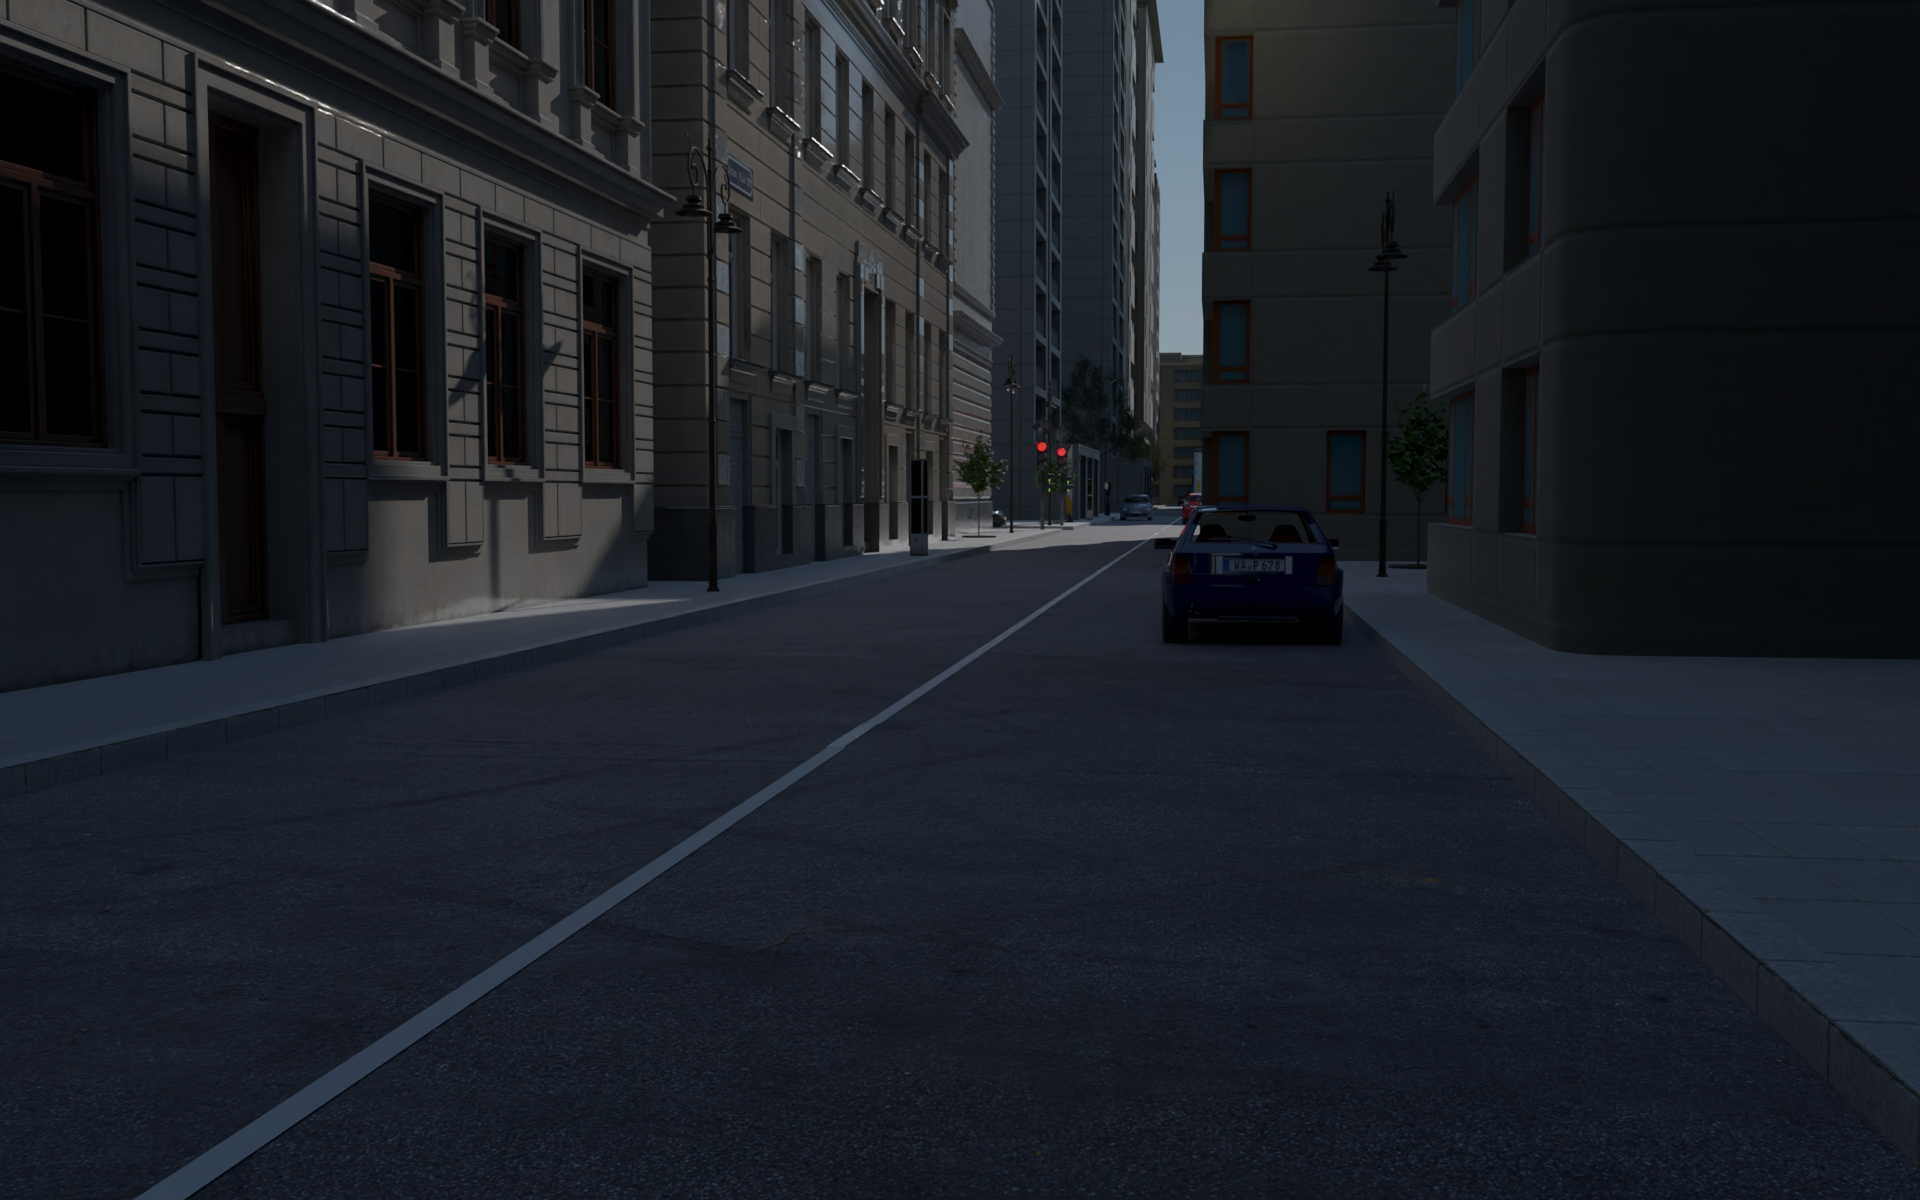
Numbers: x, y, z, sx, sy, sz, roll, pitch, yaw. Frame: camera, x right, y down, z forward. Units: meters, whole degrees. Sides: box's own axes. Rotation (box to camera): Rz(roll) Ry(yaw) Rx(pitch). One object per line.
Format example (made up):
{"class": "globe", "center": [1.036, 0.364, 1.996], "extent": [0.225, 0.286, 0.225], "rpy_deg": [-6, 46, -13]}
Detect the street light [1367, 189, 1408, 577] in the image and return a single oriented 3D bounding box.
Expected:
{"class": "street light", "center": [6.538, -3.293, 26.634], "extent": [0.468, 5.910, 1.993], "rpy_deg": [1, 4, 8]}

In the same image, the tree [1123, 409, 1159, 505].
{"class": "tree", "center": [13.743, -11.733, 142.198], "extent": [4.737, 8.622, 4.395], "rpy_deg": [0, 3, 0]}

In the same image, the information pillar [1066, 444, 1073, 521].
{"class": "information pillar", "center": [5.093, -5.471, 80.797], "extent": [0.183, 3.616, 0.504], "rpy_deg": [2, 4, 32]}

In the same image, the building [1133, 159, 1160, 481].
{"class": "building", "center": [17.573, -32.434, 213.887], "extent": [14.086, 41.232, 14.154], "rpy_deg": [1, 4, 8]}

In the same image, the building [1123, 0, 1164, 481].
{"class": "building", "center": [7.029, -36.549, 186.813], "extent": [28.713, 52.752, 27.495], "rpy_deg": [1, 4, 8]}

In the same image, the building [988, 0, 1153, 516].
{"class": "building", "center": [3.832, -42.100, 126.586], "extent": [20.563, 71.187, 20.611], "rpy_deg": [1, 4, 8]}

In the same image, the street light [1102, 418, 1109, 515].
{"class": "street light", "center": [8.808, -8.079, 104.883], "extent": [0.468, 5.910, 1.993], "rpy_deg": [1, 4, 8]}

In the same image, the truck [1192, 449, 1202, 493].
{"class": "truck", "center": [16.455, -7.553, 112.405], "extent": [2.839, 4.237, 11.283], "rpy_deg": [0, 4, 8]}

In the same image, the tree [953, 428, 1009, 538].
{"class": "tree", "center": [0.683, -3.454, 51.070], "extent": [1.663, 3.219, 1.824], "rpy_deg": [0, 3, 0]}

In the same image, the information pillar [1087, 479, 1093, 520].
{"class": "information pillar", "center": [6.329, -4.888, 84.409], "extent": [0.304, 2.012, 0.304], "rpy_deg": [0, 4, 8]}

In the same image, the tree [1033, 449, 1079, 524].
{"class": "tree", "center": [3.994, -4.842, 73.776], "extent": [1.663, 3.219, 1.824], "rpy_deg": [0, 3, 0]}

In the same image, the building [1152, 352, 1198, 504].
{"class": "building", "center": [19.759, -24.339, 242.977], "extent": [28.899, 21.520, 27.650], "rpy_deg": [1, 4, 8]}

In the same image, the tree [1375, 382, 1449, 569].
{"class": "tree", "center": [8.083, -2.160, 29.924], "extent": [1.663, 3.219, 1.824], "rpy_deg": [0, 3, 0]}

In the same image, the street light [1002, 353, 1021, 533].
{"class": "street light", "center": [1.698, -5.144, 56.892], "extent": [0.468, 5.910, 1.993], "rpy_deg": [1, 4, 8]}

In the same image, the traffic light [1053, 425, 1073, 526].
{"class": "traffic light", "center": [4.164, -4.982, 70.383], "extent": [0.839, 4.253, 0.868], "rpy_deg": [1, 4, 8]}

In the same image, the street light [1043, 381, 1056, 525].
{"class": "street light", "center": [3.669, -5.989, 70.703], "extent": [0.468, 5.910, 1.993], "rpy_deg": [1, 4, 8]}

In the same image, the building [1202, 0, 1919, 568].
{"class": "building", "center": [20.420, -12.237, 45.110], "extent": [27.650, 21.520, 28.899], "rpy_deg": [1, 4, 8]}

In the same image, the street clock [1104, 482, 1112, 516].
{"class": "street clock", "center": [8.637, -5.901, 101.059], "extent": [0.358, 2.002, 0.471], "rpy_deg": [-2, 4, -25]}

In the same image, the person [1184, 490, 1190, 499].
{"class": "person", "center": [26.817, -11.929, 203.166], "extent": [0.705, 1.869, 1.348], "rpy_deg": [-3, 5, -43]}

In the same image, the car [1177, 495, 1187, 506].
{"class": "car", "center": [27.986, -12.426, 215.738], "extent": [1.945, 1.354, 3.894], "rpy_deg": [0, 4, 7]}

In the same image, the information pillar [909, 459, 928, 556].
{"class": "information pillar", "center": [-0.853, -1.929, 36.026], "extent": [0.304, 2.012, 0.304], "rpy_deg": [1, 4, 21]}

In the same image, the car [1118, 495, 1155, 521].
{"class": "car", "center": [9.708, -5.082, 95.085], "extent": [2.014, 1.417, 4.499], "rpy_deg": [0, 4, 7]}

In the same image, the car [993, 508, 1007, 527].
{"class": "car", "center": [-0.281, -3.541, 67.680], "extent": [4.222, 1.686, 2.009], "rpy_deg": [1, 4, 8]}

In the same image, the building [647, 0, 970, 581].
{"class": "building", "center": [-7.480, -14.687, 37.389], "extent": [12.463, 27.353, 25.104], "rpy_deg": [1, 4, 8]}

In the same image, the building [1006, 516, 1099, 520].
{"class": "building", "center": [-2.798, -40.102, 93.919], "extent": [20.563, 71.187, 20.611], "rpy_deg": [1, 4, 8]}

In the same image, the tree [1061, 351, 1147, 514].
{"class": "tree", "center": [8.751, -10.929, 113.102], "extent": [7.601, 10.594, 8.767], "rpy_deg": [1, 4, 12]}

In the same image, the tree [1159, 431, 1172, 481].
{"class": "tree", "center": [22.729, -15.438, 202.770], "extent": [4.737, 8.622, 4.395], "rpy_deg": [0, 3, 0]}

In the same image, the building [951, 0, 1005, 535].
{"class": "building", "center": [-8.658, -14.057, 58.717], "extent": [19.941, 23.489, 11.050], "rpy_deg": [1, 4, 8]}

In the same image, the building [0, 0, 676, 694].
{"class": "building", "center": [-10.613, -10.890, 14.209], "extent": [11.583, 22.565, 21.152], "rpy_deg": [1, 4, 8]}

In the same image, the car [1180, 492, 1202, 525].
{"class": "car", "center": [11.558, -4.509, 82.768], "extent": [2.155, 1.783, 4.494], "rpy_deg": [1, 4, 9]}

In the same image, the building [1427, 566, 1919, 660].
{"class": "building", "center": [17.670, -9.827, 5.708], "extent": [27.650, 21.520, 28.899], "rpy_deg": [1, 4, 8]}

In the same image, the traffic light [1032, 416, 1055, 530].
{"class": "traffic light", "center": [2.995, -4.499, 62.483], "extent": [0.839, 4.253, 0.868], "rpy_deg": [1, 4, 8]}

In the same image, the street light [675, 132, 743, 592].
{"class": "street light", "center": [-3.251, -3.049, 22.641], "extent": [0.468, 5.910, 1.993], "rpy_deg": [1, 4, 8]}

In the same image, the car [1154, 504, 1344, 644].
{"class": "car", "center": [2.976, -0.328, 17.945], "extent": [1.945, 1.354, 3.894], "rpy_deg": [0, 4, 8]}
